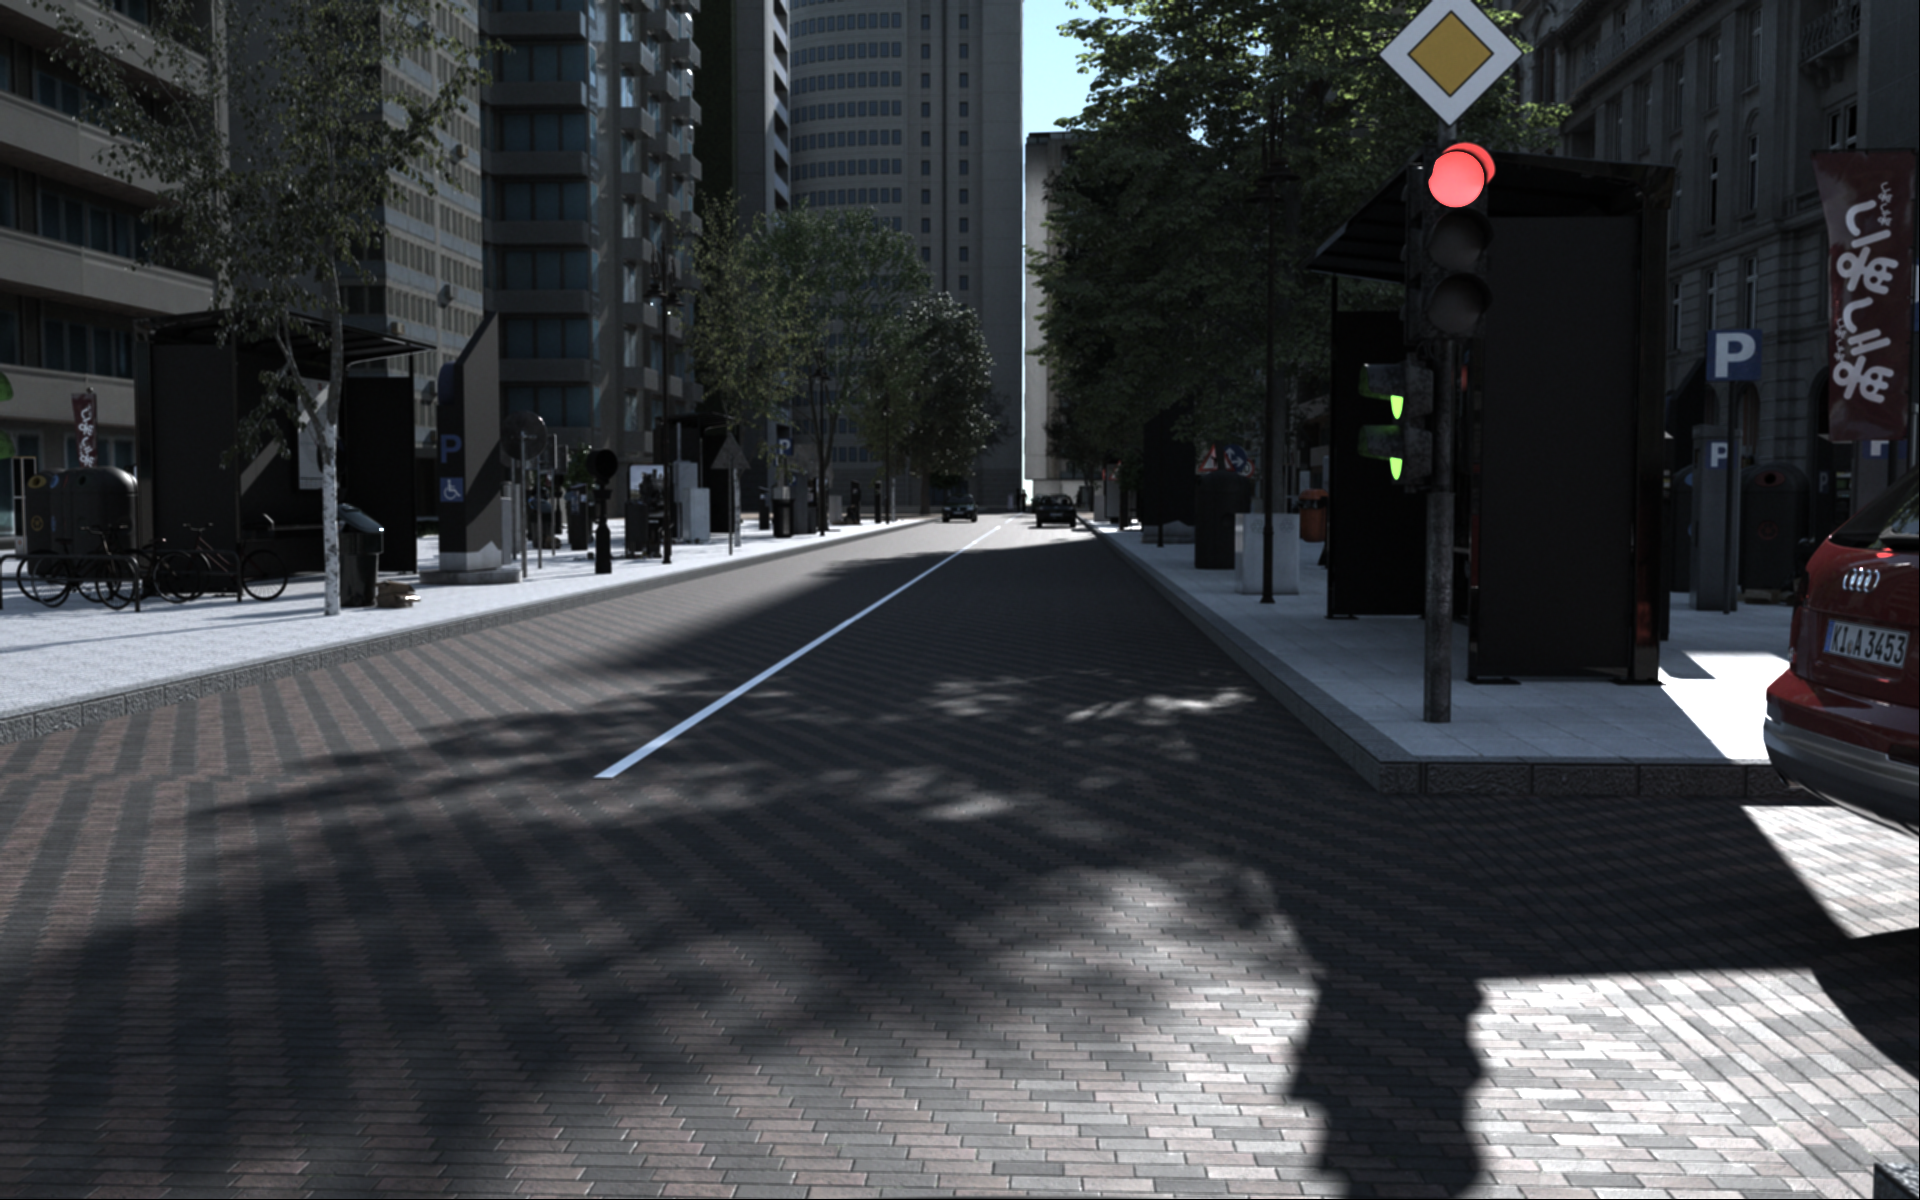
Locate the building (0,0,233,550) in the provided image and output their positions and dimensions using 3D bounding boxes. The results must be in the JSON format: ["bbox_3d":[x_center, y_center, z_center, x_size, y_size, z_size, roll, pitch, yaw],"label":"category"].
[{"bbox_3d":[-31.607,-25.319,37.667,21.300,48.544,21.600,0,4,3],"label":"building"}]

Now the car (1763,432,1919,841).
[{"bbox_3d":[5.372,0.206,5.299,5.304,1.827,2.281,0,4,4],"label":"car"}]

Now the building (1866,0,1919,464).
[{"bbox_3d":[33.358,-12.779,28.008,30.058,24.678,14.314,0,4,3],"label":"building"}]

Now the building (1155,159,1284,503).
[{"bbox_3d":[33.433,-30.851,196.288,23.993,40.220,32.217,0,4,3],"label":"building"}]

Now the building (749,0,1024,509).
[{"bbox_3d":[-7.106,-39.753,191.966,28.212,58.520,21.231,0,4,3],"label":"building"}]

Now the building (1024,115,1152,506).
[{"bbox_3d":[14.001,-30.928,189.270,14.086,41.232,14.154,0,4,3],"label":"building"}]

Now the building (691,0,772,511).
[{"bbox_3d":[-28.036,-36.400,137.133,28.212,58.520,21.231,0,4,3],"label":"building"}]

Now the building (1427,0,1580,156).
[{"bbox_3d":[27.800,-17.378,71.517,14.401,28.519,23.554,0,4,3],"label":"building"}]

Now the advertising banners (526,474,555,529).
[{"bbox_3d":[-15.557,-4.074,62.805,2.074,3.025,0.090,-1,4,-18],"label":"advertising banners"}]

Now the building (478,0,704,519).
[{"bbox_3d":[-27.806,-29.477,101.559,23.786,49.044,30.456,0,4,3],"label":"building"}]

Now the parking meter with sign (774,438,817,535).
[{"bbox_3d":[-5.127,-3.586,54.892,0.543,3.016,1.738,2,4,23],"label":"parking meter with sign"}]

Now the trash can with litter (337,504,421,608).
[{"bbox_3d":[-6.655,-0.511,19.744,1.055,1.170,0.624,1,4,18],"label":"trash can with litter"}]

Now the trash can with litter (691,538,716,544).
[{"bbox_3d":[-7.397,-2.038,44.381,2.233,1.210,1.678,0,4,4],"label":"trash can with litter"}]

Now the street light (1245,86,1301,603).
[{"bbox_3d":[3.621,-2.901,20.218,0.468,5.910,1.993,0,4,3],"label":"street light"}]

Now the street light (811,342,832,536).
[{"bbox_3d":[-4.218,-4.901,52.918,0.468,5.910,1.993,0,4,3],"label":"street light"}]

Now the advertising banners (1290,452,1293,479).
[{"bbox_3d":[13.692,-4.663,72.432,0.090,3.025,2.074,0,4,-1],"label":"advertising banners"}]

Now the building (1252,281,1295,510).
[{"bbox_3d":[37.670,-17.450,130.342,27.650,21.520,28.899,0,4,3],"label":"building"}]

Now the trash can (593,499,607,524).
[{"bbox_3d":[-15.526,-3.854,74.661,0.748,1.137,0.748,0,3,0],"label":"trash can"}]

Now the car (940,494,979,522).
[{"bbox_3d":[0.002,-4.859,89.238,2.009,1.686,4.222,0,4,2],"label":"car"}]

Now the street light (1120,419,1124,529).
[{"bbox_3d":[5.914,-5.528,63.169,0.468,5.910,1.993,0,4,3],"label":"street light"}]

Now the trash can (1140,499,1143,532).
[{"bbox_3d":[6.093,-2.673,55.363,0.748,1.137,0.748,0,3,0],"label":"trash can"}]

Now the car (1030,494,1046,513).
[{"bbox_3d":[6.336,-7.269,130.654,2.131,1.459,4.920,0,4,4],"label":"car"}]

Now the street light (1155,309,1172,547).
[{"bbox_3d":[4.855,-4.220,41.778,0.468,5.910,1.993,0,4,3],"label":"street light"}]

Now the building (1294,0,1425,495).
[{"bbox_3d":[32.420,-29.340,103.412,21.300,48.544,21.600,0,4,3],"label":"building"}]

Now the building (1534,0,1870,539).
[{"bbox_3d":[25.870,-12.613,48.028,13.314,21.916,24.055,0,4,3],"label":"building"}]

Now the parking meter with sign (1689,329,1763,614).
[{"bbox_3d":[8.411,-1.404,19.209,0.543,3.016,1.738,1,4,16],"label":"parking meter with sign"}]

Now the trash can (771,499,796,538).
[{"bbox_3d":[-5.171,-2.392,50.762,0.748,1.137,0.748,0,3,0],"label":"trash can"}]

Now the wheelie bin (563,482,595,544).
[{"bbox_3d":[-9.848,-2.255,44.776,0.693,1.594,0.980,0,4,2],"label":"wheelie bin"}]

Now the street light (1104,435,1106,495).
[{"bbox_3d":[7.052,-6.822,84.327,0.468,5.910,1.993,0,4,3],"label":"street light"}]

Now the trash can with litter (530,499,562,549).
[{"bbox_3d":[-9.668,-1.793,40.696,0.624,1.170,1.055,-3,5,-41],"label":"trash can with litter"}]

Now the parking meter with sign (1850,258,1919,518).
[{"bbox_3d":[7.314,-1.066,13.683,0.543,3.016,1.738,2,4,25],"label":"parking meter with sign"}]

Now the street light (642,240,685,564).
[{"bbox_3d":[-5.406,-3.607,31.762,0.468,5.910,1.993,0,4,3],"label":"street light"}]

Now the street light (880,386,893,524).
[{"bbox_3d":[-3.108,-6.195,74.077,0.468,5.910,1.993,0,4,3],"label":"street light"}]

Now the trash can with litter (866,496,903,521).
[{"bbox_3d":[-3.518,-4.343,82.063,1.678,1.210,2.233,-1,4,-9],"label":"trash can with litter"}]

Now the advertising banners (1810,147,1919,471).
[{"bbox_3d":[5.348,-0.770,8.771,2.074,3.025,0.090,0,4,7],"label":"advertising banners"}]

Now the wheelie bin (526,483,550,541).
[{"bbox_3d":[-11.734,-2.458,48.094,0.693,1.594,0.980,-1,4,-13],"label":"wheelie bin"}]

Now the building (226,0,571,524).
[{"bbox_3d":[-33.290,-23.104,69.627,32.217,40.220,23.993,0,4,3],"label":"building"}]

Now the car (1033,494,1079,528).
[{"bbox_3d":[4.184,-4.014,75.422,2.009,1.686,4.222,0,4,3],"label":"car"}]

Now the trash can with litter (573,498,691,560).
[{"bbox_3d":[-6.809,-1.427,34.397,2.233,1.210,1.678,-3,5,-43],"label":"trash can with litter"}]

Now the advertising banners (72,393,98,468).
[{"bbox_3d":[-14.495,-2.068,29.997,2.074,3.025,0.090,1,4,16],"label":"advertising banners"}]
